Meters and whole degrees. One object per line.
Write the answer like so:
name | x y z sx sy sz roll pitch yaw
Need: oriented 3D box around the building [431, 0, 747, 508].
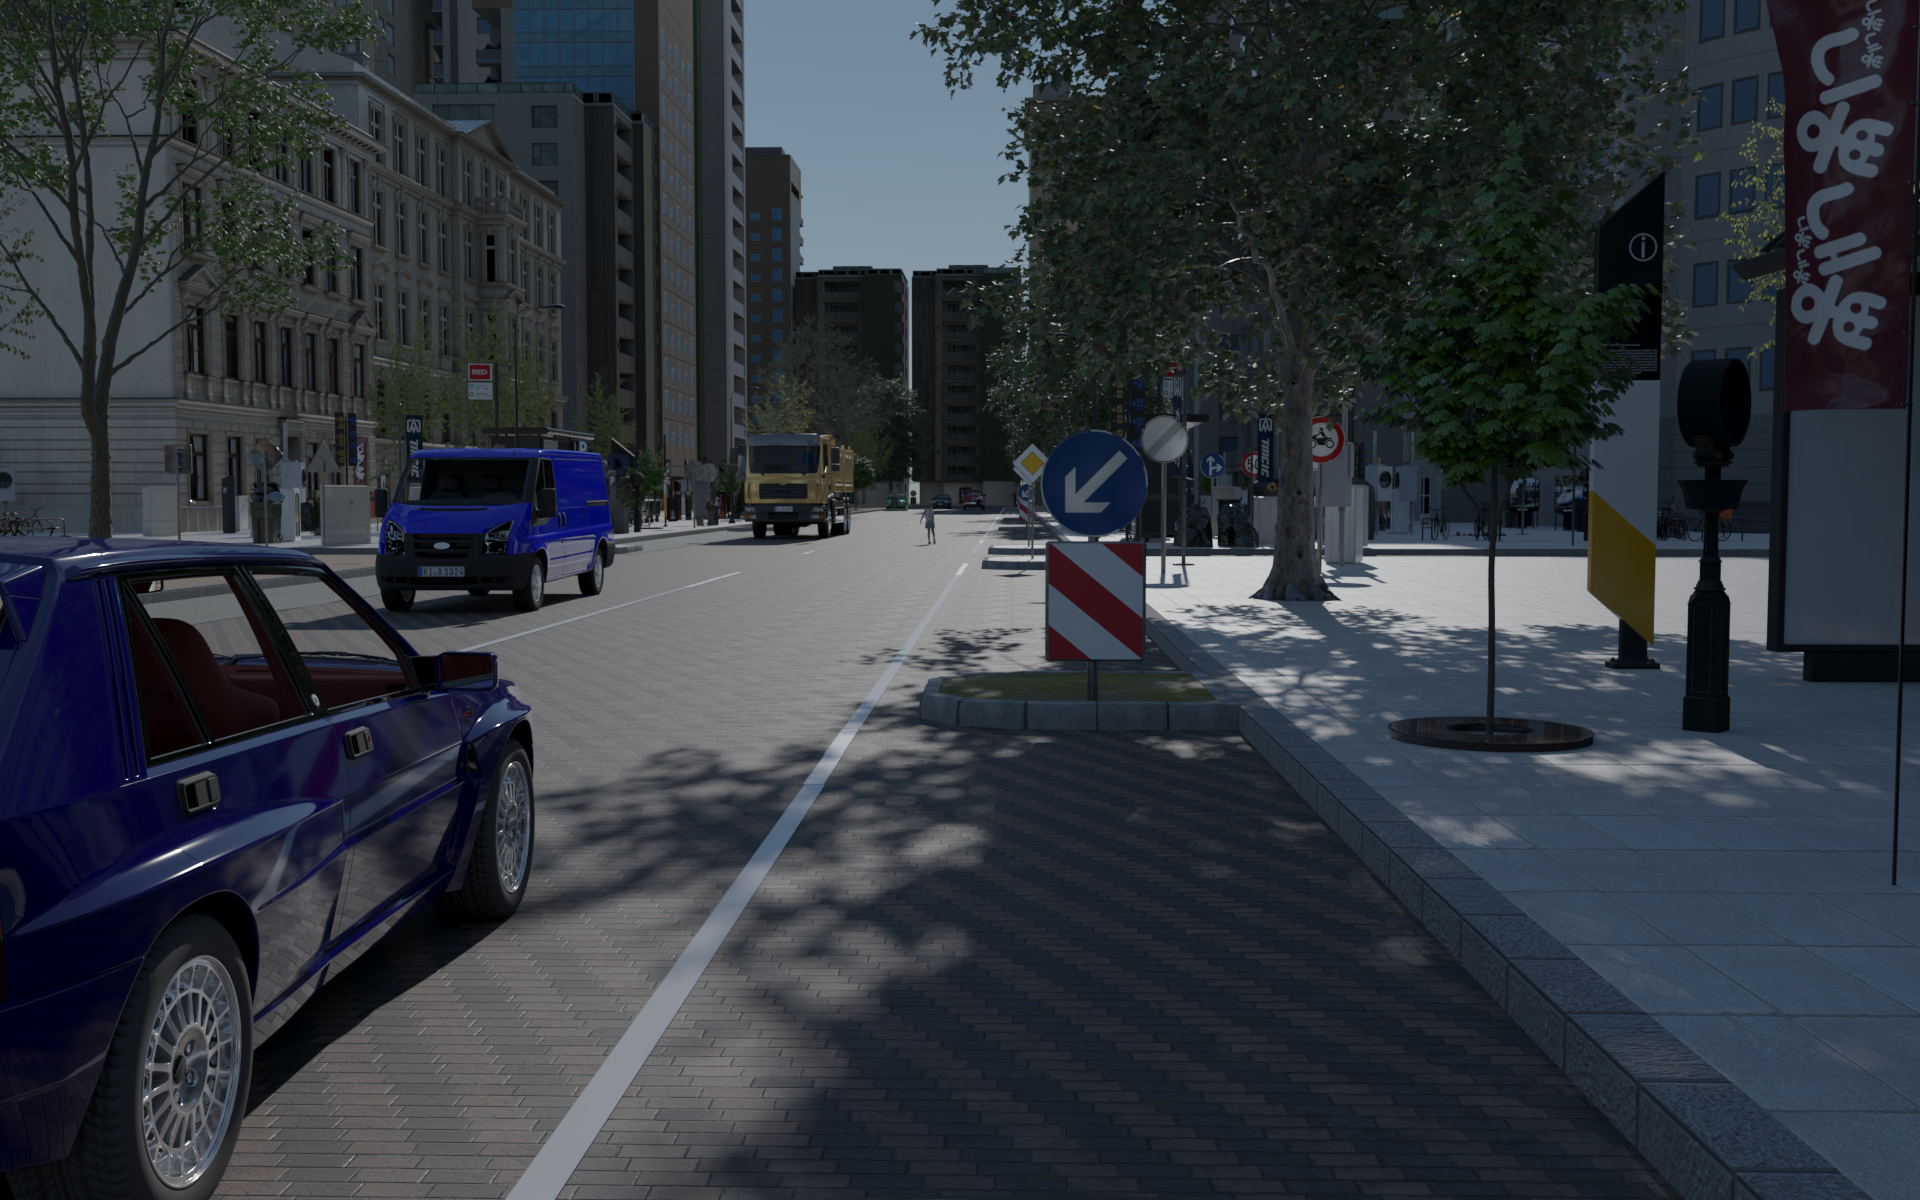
building | -35.577 -38.355 169.108 28.212 58.520 21.231 0 4 2

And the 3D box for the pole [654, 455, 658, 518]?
pole | -16.009 -5.965 91.364 0.158 3.312 0.155 0 3 0

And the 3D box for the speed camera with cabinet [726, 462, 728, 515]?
speed camera with cabinet | -13.775 -6.953 108.015 2.038 3.252 0.660 1 4 18

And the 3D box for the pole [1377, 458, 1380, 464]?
pole | 23.359 -6.296 96.775 0.158 3.312 0.155 0 3 0

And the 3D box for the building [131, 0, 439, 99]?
building | -63.951 -35.312 166.593 27.495 52.752 28.713 0 4 2

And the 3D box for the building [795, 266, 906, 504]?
building | -13.801 -27.567 222.413 14.107 30.474 14.160 0 4 2

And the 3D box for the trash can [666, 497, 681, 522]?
trash can | -13.452 -4.249 81.128 0.748 1.137 0.748 0 3 0

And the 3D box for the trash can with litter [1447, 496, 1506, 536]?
trash can with litter | 15.777 -2.559 52.899 2.233 1.210 1.678 -1 4 -14

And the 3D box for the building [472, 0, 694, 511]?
building | -29.433 -29.894 138.882 14.600 45.320 14.200 0 4 2

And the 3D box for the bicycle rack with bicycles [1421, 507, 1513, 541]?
bicycle rack with bicycles | 14.074 -2.130 48.212 2.852 0.926 2.925 2 4 24

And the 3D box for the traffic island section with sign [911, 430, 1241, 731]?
traffic island section with sign | 0.747 -0.174 11.465 1.989 1.847 2.006 0 4 2

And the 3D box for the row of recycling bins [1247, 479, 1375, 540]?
row of recycling bins | 9.857 -2.547 48.748 3.534 1.692 1.069 0 4 0

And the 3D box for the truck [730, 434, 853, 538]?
truck | -5.341 -3.799 58.039 3.469 3.379 9.791 0 4 2

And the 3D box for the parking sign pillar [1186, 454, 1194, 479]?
parking sign pillar | 15.395 -7.843 116.708 1.447 3.967 1.447 0 4 -6

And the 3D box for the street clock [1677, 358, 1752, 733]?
street clock | 4.052 -0.292 9.346 0.358 2.002 0.471 3 5 43

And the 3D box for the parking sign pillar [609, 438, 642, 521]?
parking sign pillar | -16.231 -5.791 83.158 1.447 3.967 1.447 2 4 24

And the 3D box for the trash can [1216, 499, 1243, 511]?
trash can | 7.530 -2.249 48.427 0.748 1.137 0.748 0 3 0

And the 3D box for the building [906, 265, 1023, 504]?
building | 0.939 -27.496 221.263 14.107 30.474 14.160 0 4 2

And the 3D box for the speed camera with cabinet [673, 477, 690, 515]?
speed camera with cabinet | -17.197 -6.888 106.953 0.660 3.252 2.038 -1 4 -23

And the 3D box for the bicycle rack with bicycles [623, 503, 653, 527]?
bicycle rack with bicycles | -13.444 -3.299 67.323 2.925 0.926 2.852 -1 4 -8

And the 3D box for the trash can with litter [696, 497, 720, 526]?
trash can with litter | -10.251 -3.593 70.133 1.055 1.170 0.624 0 4 4

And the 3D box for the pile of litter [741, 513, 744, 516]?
pile of litter | -12.209 -5.232 99.504 1.176 0.858 1.719 0 4 0

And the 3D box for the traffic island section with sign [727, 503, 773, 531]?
traffic island section with sign | -7.893 -3.579 67.145 1.989 1.847 2.006 0 4 2

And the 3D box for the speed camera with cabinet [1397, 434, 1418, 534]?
speed camera with cabinet | 14.215 -3.758 55.786 0.660 3.252 2.038 0 4 2

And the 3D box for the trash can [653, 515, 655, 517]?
trash can | -17.417 -5.229 97.143 0.748 1.137 0.748 0 3 0

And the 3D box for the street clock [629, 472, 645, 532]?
street clock | -10.838 -3.275 58.110 0.471 2.002 0.358 1 4 10

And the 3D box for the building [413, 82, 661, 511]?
building | -30.185 -21.622 125.225 14.160 30.474 14.107 0 4 2

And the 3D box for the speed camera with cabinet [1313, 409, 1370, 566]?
speed camera with cabinet | 6.925 -2.277 31.573 0.660 3.252 2.038 1 4 21

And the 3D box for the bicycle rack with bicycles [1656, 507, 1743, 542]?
bicycle rack with bicycles | 19.915 -2.088 47.517 2.925 0.926 2.852 -2 4 -31

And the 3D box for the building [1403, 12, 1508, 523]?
building | 28.670 -24.405 82.624 14.154 41.232 14.086 0 4 2

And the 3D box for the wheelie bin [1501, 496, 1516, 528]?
wheelie bin | 21.034 -3.557 66.058 0.693 1.594 0.980 0 4 3

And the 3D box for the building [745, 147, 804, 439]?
building | -27.932 -35.033 222.895 14.200 45.320 14.600 0 4 2

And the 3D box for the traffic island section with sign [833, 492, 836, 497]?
traffic island section with sign | -7.047 -5.227 94.087 1.989 1.847 2.006 0 4 2

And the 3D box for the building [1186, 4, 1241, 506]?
building | 31.746 -37.993 163.183 21.231 58.520 28.212 0 4 2

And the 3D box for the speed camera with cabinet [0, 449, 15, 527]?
speed camera with cabinet | -31.700 -3.764 55.883 2.038 3.252 0.660 -3 5 -42

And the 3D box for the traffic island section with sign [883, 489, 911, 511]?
traffic island section with sign | -5.430 -8.398 145.927 1.989 1.847 2.006 0 4 2

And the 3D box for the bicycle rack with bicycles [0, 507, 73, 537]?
bicycle rack with bicycles | -26.212 -2.090 47.556 2.852 0.926 2.925 2 4 27

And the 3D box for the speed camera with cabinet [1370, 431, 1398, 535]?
speed camera with cabinet | 12.521 -3.632 53.727 2.038 3.252 0.660 -2 4 -34

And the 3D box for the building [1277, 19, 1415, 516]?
building | 26.985 -20.652 109.361 14.160 30.474 14.107 0 4 2

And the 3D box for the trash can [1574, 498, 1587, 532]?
trash can | 21.085 -2.867 58.528 0.748 1.137 0.748 0 3 0

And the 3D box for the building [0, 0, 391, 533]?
building | -30.268 -12.322 66.089 10.561 19.102 19.286 0 4 2

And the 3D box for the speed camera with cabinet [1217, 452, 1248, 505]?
speed camera with cabinet | 13.164 -5.348 81.776 2.038 3.252 0.660 0 4 4

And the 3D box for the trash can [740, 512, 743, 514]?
trash can | -13.134 -5.542 102.270 0.748 1.137 0.748 0 3 0

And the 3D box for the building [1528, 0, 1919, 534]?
building | 37.268 -31.889 63.379 28.212 58.520 21.231 0 4 2

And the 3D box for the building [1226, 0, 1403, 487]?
building | 32.679 -31.371 132.526 23.786 49.044 30.456 0 4 2

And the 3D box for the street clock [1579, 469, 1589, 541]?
street clock | 17.228 -2.626 47.502 0.471 2.002 0.358 2 4 25

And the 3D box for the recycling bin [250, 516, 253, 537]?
recycling bin | -20.787 -2.410 51.951 0.722 1.027 0.722 3 4 36

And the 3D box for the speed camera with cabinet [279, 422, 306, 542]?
speed camera with cabinet | -18.276 -3.233 47.198 0.660 3.252 2.038 -1 4 -12

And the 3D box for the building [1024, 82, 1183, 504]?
building | 22.118 -39.056 227.802 27.495 52.752 28.713 0 4 2

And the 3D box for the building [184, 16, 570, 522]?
building | -30.810 -16.747 92.903 14.460 24.649 34.723 0 4 2

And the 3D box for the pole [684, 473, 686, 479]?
pole | -17.271 -7.058 109.244 0.158 3.312 0.155 0 3 0
